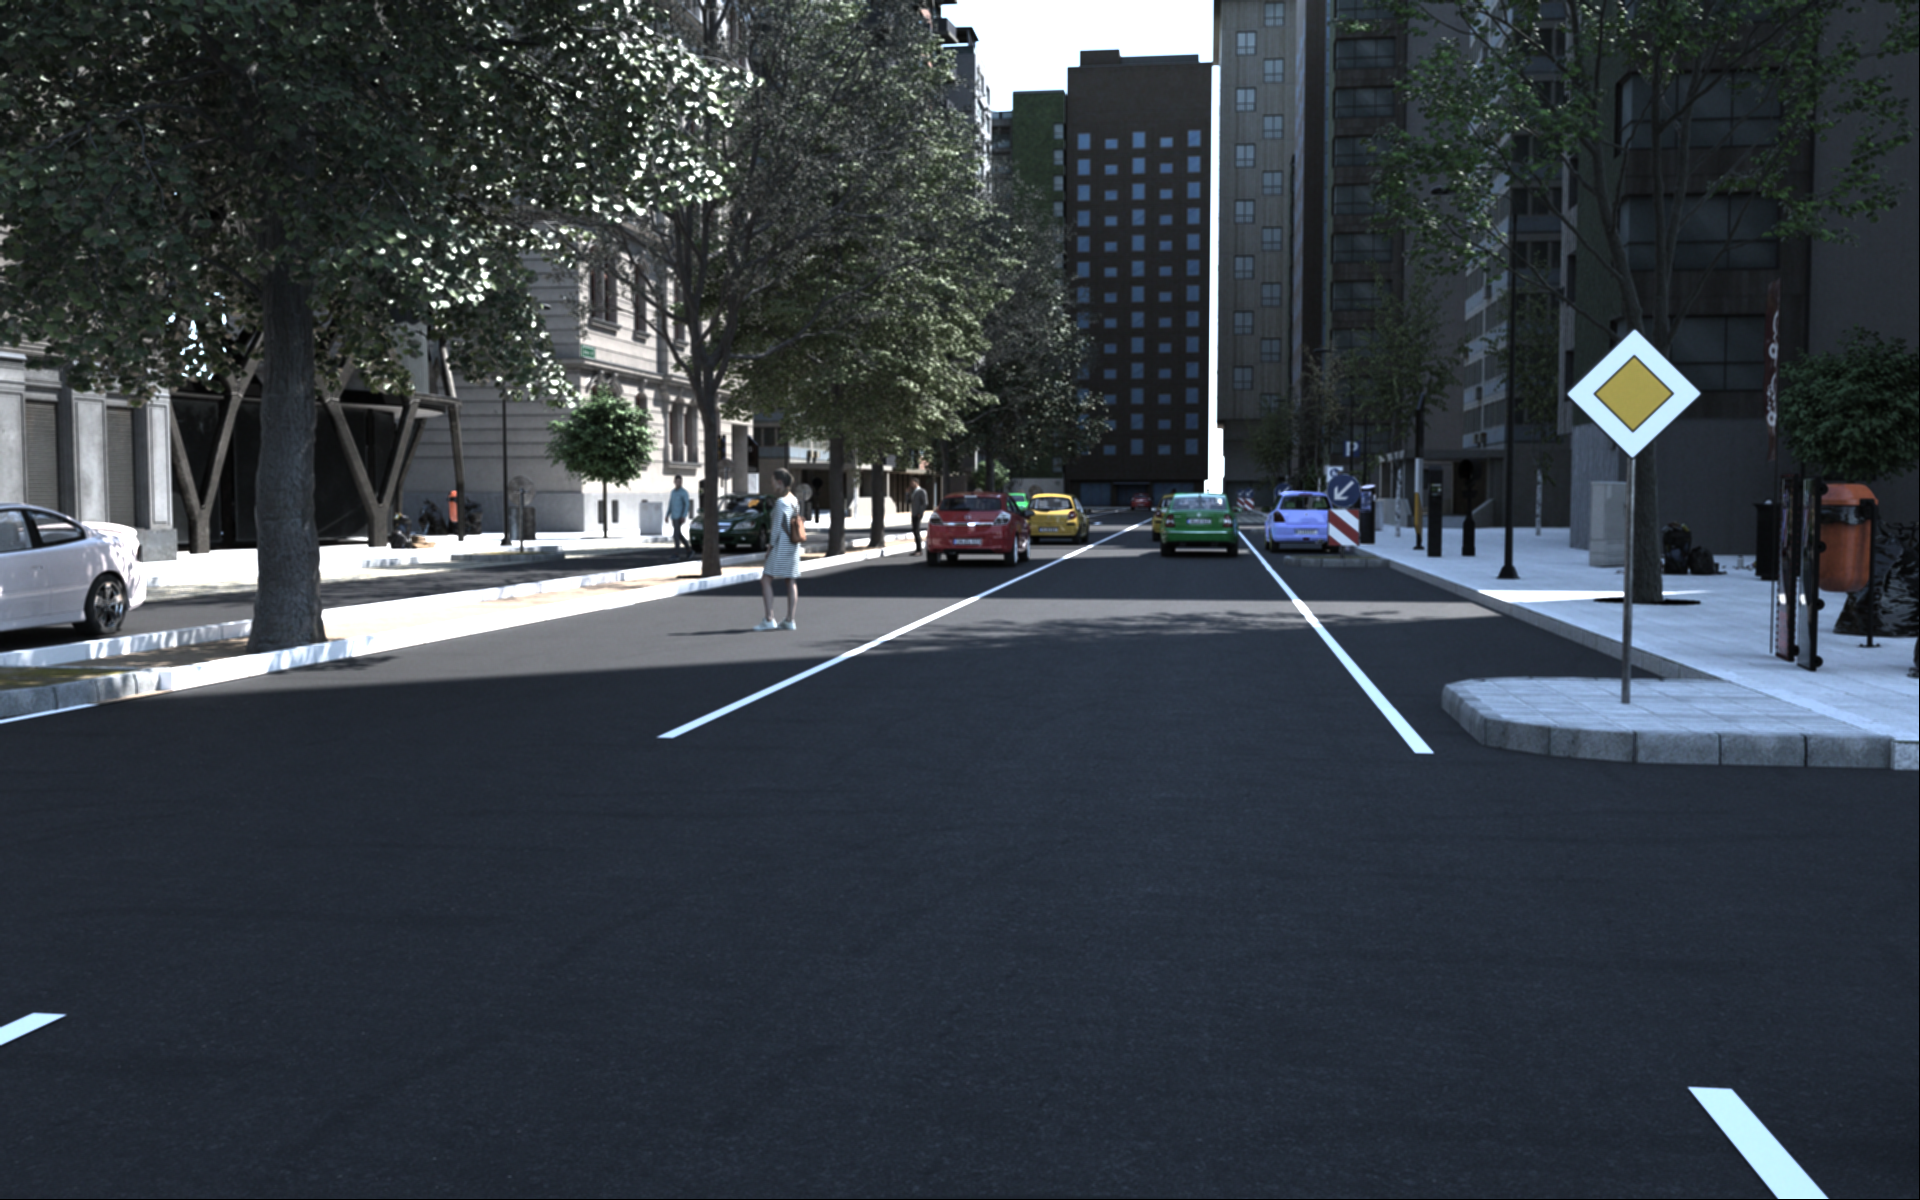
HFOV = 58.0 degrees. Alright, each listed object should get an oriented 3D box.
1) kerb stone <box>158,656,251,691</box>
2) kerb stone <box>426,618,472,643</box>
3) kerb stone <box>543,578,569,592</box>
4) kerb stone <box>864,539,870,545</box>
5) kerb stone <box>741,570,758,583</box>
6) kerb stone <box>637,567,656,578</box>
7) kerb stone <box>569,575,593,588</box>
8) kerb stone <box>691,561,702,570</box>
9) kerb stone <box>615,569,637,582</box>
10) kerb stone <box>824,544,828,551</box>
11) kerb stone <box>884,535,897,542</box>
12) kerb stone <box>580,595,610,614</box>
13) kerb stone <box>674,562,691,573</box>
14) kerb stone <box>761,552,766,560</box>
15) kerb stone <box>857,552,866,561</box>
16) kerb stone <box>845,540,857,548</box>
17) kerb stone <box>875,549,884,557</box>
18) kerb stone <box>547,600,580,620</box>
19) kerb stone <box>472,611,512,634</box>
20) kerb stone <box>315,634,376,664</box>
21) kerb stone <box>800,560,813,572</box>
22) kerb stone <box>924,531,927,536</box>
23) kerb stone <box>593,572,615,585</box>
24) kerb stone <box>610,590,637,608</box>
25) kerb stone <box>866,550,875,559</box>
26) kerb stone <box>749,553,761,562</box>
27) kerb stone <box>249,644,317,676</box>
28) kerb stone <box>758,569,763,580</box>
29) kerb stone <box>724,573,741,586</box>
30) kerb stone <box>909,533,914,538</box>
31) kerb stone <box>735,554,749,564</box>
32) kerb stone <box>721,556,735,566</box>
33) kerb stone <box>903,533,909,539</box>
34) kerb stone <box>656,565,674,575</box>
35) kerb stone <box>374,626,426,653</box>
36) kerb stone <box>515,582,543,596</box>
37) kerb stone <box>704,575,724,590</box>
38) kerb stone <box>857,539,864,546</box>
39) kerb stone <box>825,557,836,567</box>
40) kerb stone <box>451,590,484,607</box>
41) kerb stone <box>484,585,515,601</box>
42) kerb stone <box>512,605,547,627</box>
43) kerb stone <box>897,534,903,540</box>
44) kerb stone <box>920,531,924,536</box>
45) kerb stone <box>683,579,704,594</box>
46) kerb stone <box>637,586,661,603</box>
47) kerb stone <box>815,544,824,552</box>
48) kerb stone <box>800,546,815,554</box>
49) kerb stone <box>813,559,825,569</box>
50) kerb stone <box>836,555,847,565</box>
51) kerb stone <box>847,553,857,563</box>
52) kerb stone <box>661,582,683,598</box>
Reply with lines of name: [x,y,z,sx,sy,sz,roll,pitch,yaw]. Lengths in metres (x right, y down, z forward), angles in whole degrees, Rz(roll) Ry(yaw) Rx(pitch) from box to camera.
kerb stone: [-5.702,0.559,13.069,0.120,0.150,1.000,0,4,8]
kerb stone: [-5.121,0.310,17.123,0.120,0.150,1.000,0,4,8]
kerb stone: [-6.041,-0.205,25.549,0.120,0.150,1.000,0,4,8]
kerb stone: [-2.723,-1.629,48.875,0.120,0.150,1.000,0,4,8]
kerb stone: [-3.534,-0.367,28.278,0.120,0.150,1.000,0,4,8]
kerb stone: [-5.465,-0.453,29.609,0.120,0.150,1.000,0,4,8]
kerb stone: [-5.904,-0.264,26.563,0.120,0.150,1.000,0,4,8]
kerb stone: [-5.033,-0.636,32.655,0.120,0.150,1.000,0,4,8]
kerb stone: [-5.602,-0.391,28.591,0.120,0.150,1.000,0,4,8]
kerb stone: [-3.446,-1.322,43.807,0.120,0.150,1.000,0,4,8]
kerb stone: [-2.150,-1.881,52.949,0.120,0.150,1.000,0,4,8]
kerb stone: [-4.546,0.062,21.179,0.120,0.150,1.000,0,4,8]
kerb stone: [-5.175,-0.572,31.643,0.120,0.150,1.000,0,4,8]
kerb stone: [-4.309,-0.949,37.717,0.120,0.150,1.000,0,4,8]
kerb stone: [-2.230,-0.930,37.398,0.120,0.150,1.000,0,4,8]
kerb stone: [-3.011,-1.508,46.849,0.120,0.150,1.000,0,4,8]
kerb stone: [-1.945,-1.052,39.428,0.120,0.150,1.000,0,4,8]
kerb stone: [-4.686,0.124,20.162,0.120,0.150,1.000,0,4,8]
kerb stone: [-4.974,0.248,18.135,0.120,0.150,1.000,0,4,8]
kerb stone: [-5.409,0.434,15.094,0.120,0.150,1.000,0,4,8]
kerb stone: [-2.957,-0.620,32.331,0.120,0.150,1.000,0,4,8]
kerb stone: [-1.269,-2.253,59.025,0.120,0.150,1.000,0,4,8]
kerb stone: [-5.756,-0.329,27.574,0.120,0.150,1.000,0,4,8]
kerb stone: [-4.399,0.000,22.192,0.120,0.150,1.000,0,4,8]
kerb stone: [-2.087,-0.992,38.414,0.120,0.150,1.000,0,4,8]
kerb stone: [-4.456,-0.887,36.705,0.120,0.150,1.000,0,4,8]
kerb stone: [-5.558,0.498,14.083,0.120,0.150,1.000,0,4,8]
kerb stone: [-3.388,-0.434,29.290,0.120,0.150,1.000,0,4,8]
kerb stone: [-3.678,-0.310,27.266,0.120,0.150,1.000,0,4,8]
kerb stone: [-1.705,-2.063,55.986,0.120,0.150,1.000,0,4,8]
kerb stone: [-4.594,-0.825,35.692,0.120,0.150,1.000,0,4,8]
kerb stone: [-4.743,-0.759,34.680,0.120,0.150,1.000,0,4,8]
kerb stone: [-1.854,-2.003,54.974,0.120,0.150,1.000,0,4,8]
kerb stone: [-5.316,-0.514,30.630,0.120,0.150,1.000,0,4,8]
kerb stone: [-5.270,0.372,16.107,0.120,0.150,1.000,0,4,8]
kerb stone: [-6.192,-0.141,24.530,0.120,0.150,1.000,0,4,8]
kerb stone: [-3.818,-0.248,26.253,0.120,0.150,1.000,0,4,8]
kerb stone: [-2.867,-1.570,47.863,0.120,0.150,1.000,0,4,8]
kerb stone: [-2.672,-0.741,34.359,0.120,0.150,1.000,0,4,8]
kerb stone: [-6.476,-0.017,22.502,0.120,0.150,1.000,0,4,8]
kerb stone: [-6.332,-0.076,23.514,0.120,0.150,1.000,0,4,8]
kerb stone: [-4.836,0.189,19.148,0.120,0.150,1.000,0,4,8]
kerb stone: [-1.990,-1.943,53.959,0.120,0.150,1.000,0,4,8]
kerb stone: [-1.422,-2.186,58.015,0.120,0.150,1.000,0,4,8]
kerb stone: [-3.972,-0.186,25.240,0.120,0.150,1.000,0,4,8]
kerb stone: [-4.261,-0.062,23.205,0.120,0.150,1.000,0,4,8]
kerb stone: [-3.589,-1.258,42.795,0.120,0.150,1.000,0,4,8]
kerb stone: [-3.732,-1.195,41.777,0.120,0.150,1.000,0,4,8]
kerb stone: [-2.810,-0.682,33.345,0.120,0.150,1.000,0,4,8]
kerb stone: [-2.525,-0.806,35.372,0.120,0.150,1.000,0,4,8]
kerb stone: [-2.383,-0.868,36.387,0.120,0.150,1.000,0,4,8]
kerb stone: [-4.111,-0.124,24.217,0.120,0.150,1.000,0,4,8]
